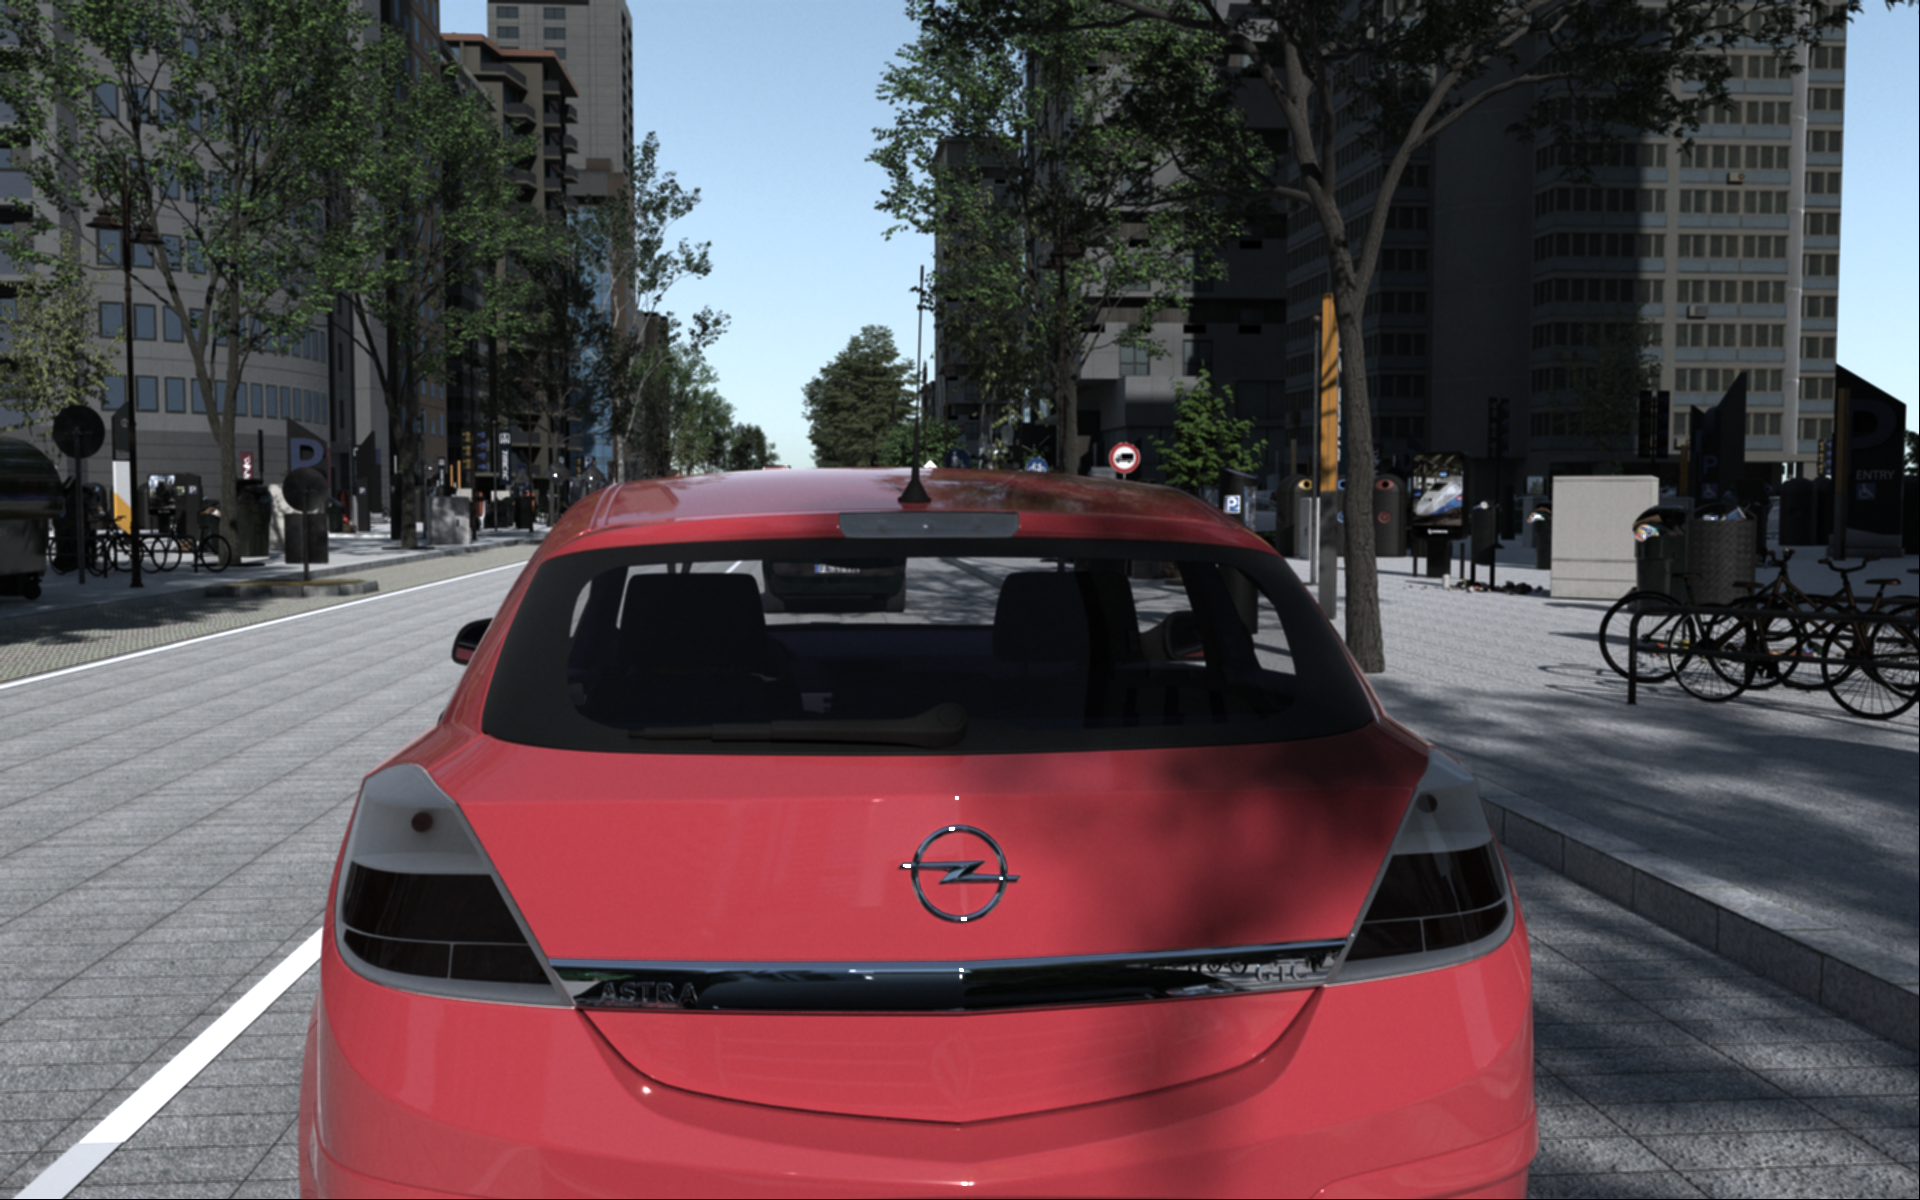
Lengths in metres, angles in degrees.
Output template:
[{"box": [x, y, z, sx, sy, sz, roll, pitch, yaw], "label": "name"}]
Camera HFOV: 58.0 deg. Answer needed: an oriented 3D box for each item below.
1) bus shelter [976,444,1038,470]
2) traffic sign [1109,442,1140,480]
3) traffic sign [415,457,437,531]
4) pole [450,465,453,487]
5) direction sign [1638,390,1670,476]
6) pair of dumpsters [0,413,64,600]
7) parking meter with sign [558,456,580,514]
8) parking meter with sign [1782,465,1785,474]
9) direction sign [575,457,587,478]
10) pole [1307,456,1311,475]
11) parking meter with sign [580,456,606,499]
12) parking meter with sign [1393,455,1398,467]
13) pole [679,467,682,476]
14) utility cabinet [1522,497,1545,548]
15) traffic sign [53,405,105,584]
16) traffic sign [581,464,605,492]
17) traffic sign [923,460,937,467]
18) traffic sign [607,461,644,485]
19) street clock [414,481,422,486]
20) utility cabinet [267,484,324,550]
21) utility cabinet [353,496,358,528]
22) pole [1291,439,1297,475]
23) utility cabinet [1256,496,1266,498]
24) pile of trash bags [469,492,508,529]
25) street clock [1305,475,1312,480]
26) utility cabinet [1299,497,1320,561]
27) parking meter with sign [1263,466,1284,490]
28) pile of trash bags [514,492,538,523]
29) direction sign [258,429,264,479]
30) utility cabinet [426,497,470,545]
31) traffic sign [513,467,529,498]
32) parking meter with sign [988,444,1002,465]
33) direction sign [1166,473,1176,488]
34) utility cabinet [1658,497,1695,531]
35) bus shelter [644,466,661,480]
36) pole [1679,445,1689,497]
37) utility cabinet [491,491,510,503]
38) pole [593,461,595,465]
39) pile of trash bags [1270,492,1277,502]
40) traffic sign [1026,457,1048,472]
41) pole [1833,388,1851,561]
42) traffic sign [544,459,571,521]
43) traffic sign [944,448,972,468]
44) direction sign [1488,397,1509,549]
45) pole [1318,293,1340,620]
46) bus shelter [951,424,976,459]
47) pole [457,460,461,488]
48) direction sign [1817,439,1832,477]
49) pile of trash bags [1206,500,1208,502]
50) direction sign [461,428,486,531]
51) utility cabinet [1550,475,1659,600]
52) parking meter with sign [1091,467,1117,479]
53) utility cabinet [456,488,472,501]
[{"box": [1.919, -4.798, 72.364, 2.014, 3.302, 5.546, 0, 4, -5], "label": "bus shelter"}, {"box": [4.032, -2.596, 42.549, 0.768, 2.556, 0.104, 0, 4, -1], "label": "traffic sign"}, {"box": [-18.344, -3.630, 59.451, 0.768, 2.556, 0.104, 0, 4, 4], "label": "traffic sign"}, {"box": [-35.463, -7.767, 120.833, 0.158, 3.312, 0.155, 0, 3, 0], "label": "pole"}, {"box": [15.165, -2.809, 37.918, 0.876, 3.537, 0.379, -2, 4, -26], "label": "direction sign"}, {"box": [-11.483, -1.002, 18.880, 1.574, 2.255, 4.437, 0, 4, -5], "label": "pair of dumpsters"}, {"box": [-17.613, -5.119, 79.949, 1.738, 3.016, 0.543, -3, 5, -44], "label": "parking meter with sign"}, {"box": [50.738, -6.679, 105.458, 1.738, 3.016, 0.543, -1, 4, -9], "label": "parking meter with sign"}, {"box": [-23.026, -6.958, 105.759, 0.876, 3.537, 0.379, -1, 4, -16], "label": "direction sign"}, {"box": [18.665, -6.046, 92.702, 0.158, 3.312, 0.155, 0, 3, 0], "label": "pole"}, {"box": [-16.388, -5.024, 78.410, 0.543, 3.016, 1.738, -3, 5, -44], "label": "parking meter with sign"}, {"box": [18.505, -4.937, 76.975, 1.738, 3.016, 0.543, 0, 4, 0], "label": "parking meter with sign"}, {"box": [-20.912, -8.310, 129.704, 0.158, 3.312, 0.155, 0, 3, 0], "label": "pole"}, {"box": [13.832, -1.871, 41.747, 0.306, 1.237, 1.020, 0, 4, 5], "label": "utility cabinet"}, {"box": [-12.570, -1.505, 24.719, 0.768, 2.556, 0.104, 0, 4, 3], "label": "traffic sign"}, {"box": [-12.253, -3.315, 57.837, 0.795, 2.450, 0.064, 0, 4, -5], "label": "traffic sign"}, {"box": [-0.872, -2.882, 50.761, 0.795, 2.450, 0.064, 0, 4, -5], "label": "traffic sign"}, {"box": [-20.538, -6.883, 106.413, 2.265, 3.308, 0.079, 0, 4, 5], "label": "traffic sign"}, {"box": [-30.284, -5.630, 96.617, 0.471, 2.002, 0.358, -3, 5, -41], "label": "street clock"}, {"box": [-15.038, -1.870, 39.253, 1.173, 1.500, 0.318, -1, 4, -15], "label": "utility cabinet"}, {"box": [-22.503, -3.293, 64.999, 0.306, 1.237, 1.020, -2, 4, -33], "label": "utility cabinet"}, {"box": [12.337, -4.298, 64.108, 0.158, 3.312, 0.155, 0, 3, 0], "label": "pole"}, {"box": [11.728, -3.485, 68.136, 0.306, 1.237, 1.020, -1, 4, -9], "label": "utility cabinet"}, {"box": [-17.862, -3.358, 64.651, 1.912, 1.369, 3.447, -1, 4, -12], "label": "pile of trash bags"}, {"box": [13.065, -3.687, 64.860, 0.471, 2.002, 0.358, -2, 4, -34], "label": "street clock"}, {"box": [6.855, -1.386, 33.816, 0.306, 1.237, 1.020, 0, 4, 0], "label": "utility cabinet"}, {"box": [19.078, -6.774, 107.016, 1.738, 3.016, 0.543, 1, 4, 15], "label": "parking meter with sign"}, {"box": [-20.133, -4.228, 78.885, 1.912, 1.369, 3.447, -3, 4, -36], "label": "pile of trash bags"}, {"box": [-24.584, -4.218, 60.959, 0.379, 3.537, 0.876, -1, 4, -14], "label": "direction sign"}, {"box": [-12.971, -2.003, 43.916, 1.020, 1.237, 0.306, -3, 4, -37], "label": "utility cabinet"}, {"box": [-21.017, -5.083, 83.119, 0.884, 2.594, 0.081, 0, 4, 0], "label": "traffic sign"}, {"box": [0.699, -3.861, 59.386, 0.543, 3.016, 1.738, 3, 5, 39], "label": "parking meter with sign"}, {"box": [12.652, -6.720, 101.876, 0.379, 3.537, 0.876, -3, 4, -36], "label": "direction sign"}, {"box": [15.148, -1.586, 37.086, 1.020, 1.237, 0.306, 3, 5, 41], "label": "utility cabinet"}, {"box": [-23.021, -8.171, 127.516, 2.014, 3.302, 5.546, 0, 4, -5], "label": "bus shelter"}, {"box": [29.982, -4.773, 71.884, 0.158, 3.312, 0.155, 0, 3, 0], "label": "pole"}, {"box": [-29.753, -6.331, 112.189, 1.173, 1.500, 0.318, -1, 4, -12], "label": "utility cabinet"}, {"box": [-22.426, -6.854, 105.900, 0.158, 3.312, 0.155, 0, 3, 0], "label": "pole"}, {"box": [12.721, -3.846, 72.635, 1.912, 1.369, 3.447, -1, 4, -14], "label": "pile of trash bags"}, {"box": [2.634, -3.626, 59.384, 0.768, 2.556, 0.104, 0, 3, 0], "label": "traffic sign"}, {"box": [17.001, -2.419, 33.391, 0.158, 3.312, 0.155, 0, 3, 0], "label": "pole"}, {"box": [-11.580, -2.828, 49.880, 0.795, 2.450, 0.064, 0, 4, -5], "label": "traffic sign"}, {"box": [-0.054, -2.929, 47.994, 0.768, 2.556, 0.104, 0, 4, -4], "label": "traffic sign"}, {"box": [12.670, -2.985, 40.804, 0.876, 3.537, 0.379, -3, 5, -43], "label": "direction sign"}, {"box": [3.772, -1.458, 17.690, 0.158, 3.312, 0.155, 0, 3, 0], "label": "pole"}, {"box": [-0.506, -7.299, 96.976, 2.179, 5.291, 8.768, 0, 4, -5], "label": "bus shelter"}, {"box": [-30.398, -6.807, 105.133, 0.158, 3.312, 0.155, 0, 3, 0], "label": "pole"}, {"box": [35.805, -4.880, 71.783, 0.876, 3.537, 0.379, -2, 4, -30], "label": "direction sign"}, {"box": [9.446, -3.222, 62.435, 1.912, 1.369, 3.447, 0, 3, 0], "label": "pile of trash bags"}, {"box": [-16.846, -4.164, 60.072, 0.876, 3.537, 0.379, -3, 4, -37], "label": "direction sign"}, {"box": [7.791, -0.750, 20.944, 1.173, 1.500, 0.318, 3, 4, 39], "label": "utility cabinet"}, {"box": [4.038, -3.195, 48.500, 1.738, 3.016, 0.543, 0, 4, 0], "label": "parking meter with sign"}, {"box": [-19.526, -3.604, 67.610, 1.173, 1.500, 0.318, -2, 4, -31], "label": "utility cabinet"}]
